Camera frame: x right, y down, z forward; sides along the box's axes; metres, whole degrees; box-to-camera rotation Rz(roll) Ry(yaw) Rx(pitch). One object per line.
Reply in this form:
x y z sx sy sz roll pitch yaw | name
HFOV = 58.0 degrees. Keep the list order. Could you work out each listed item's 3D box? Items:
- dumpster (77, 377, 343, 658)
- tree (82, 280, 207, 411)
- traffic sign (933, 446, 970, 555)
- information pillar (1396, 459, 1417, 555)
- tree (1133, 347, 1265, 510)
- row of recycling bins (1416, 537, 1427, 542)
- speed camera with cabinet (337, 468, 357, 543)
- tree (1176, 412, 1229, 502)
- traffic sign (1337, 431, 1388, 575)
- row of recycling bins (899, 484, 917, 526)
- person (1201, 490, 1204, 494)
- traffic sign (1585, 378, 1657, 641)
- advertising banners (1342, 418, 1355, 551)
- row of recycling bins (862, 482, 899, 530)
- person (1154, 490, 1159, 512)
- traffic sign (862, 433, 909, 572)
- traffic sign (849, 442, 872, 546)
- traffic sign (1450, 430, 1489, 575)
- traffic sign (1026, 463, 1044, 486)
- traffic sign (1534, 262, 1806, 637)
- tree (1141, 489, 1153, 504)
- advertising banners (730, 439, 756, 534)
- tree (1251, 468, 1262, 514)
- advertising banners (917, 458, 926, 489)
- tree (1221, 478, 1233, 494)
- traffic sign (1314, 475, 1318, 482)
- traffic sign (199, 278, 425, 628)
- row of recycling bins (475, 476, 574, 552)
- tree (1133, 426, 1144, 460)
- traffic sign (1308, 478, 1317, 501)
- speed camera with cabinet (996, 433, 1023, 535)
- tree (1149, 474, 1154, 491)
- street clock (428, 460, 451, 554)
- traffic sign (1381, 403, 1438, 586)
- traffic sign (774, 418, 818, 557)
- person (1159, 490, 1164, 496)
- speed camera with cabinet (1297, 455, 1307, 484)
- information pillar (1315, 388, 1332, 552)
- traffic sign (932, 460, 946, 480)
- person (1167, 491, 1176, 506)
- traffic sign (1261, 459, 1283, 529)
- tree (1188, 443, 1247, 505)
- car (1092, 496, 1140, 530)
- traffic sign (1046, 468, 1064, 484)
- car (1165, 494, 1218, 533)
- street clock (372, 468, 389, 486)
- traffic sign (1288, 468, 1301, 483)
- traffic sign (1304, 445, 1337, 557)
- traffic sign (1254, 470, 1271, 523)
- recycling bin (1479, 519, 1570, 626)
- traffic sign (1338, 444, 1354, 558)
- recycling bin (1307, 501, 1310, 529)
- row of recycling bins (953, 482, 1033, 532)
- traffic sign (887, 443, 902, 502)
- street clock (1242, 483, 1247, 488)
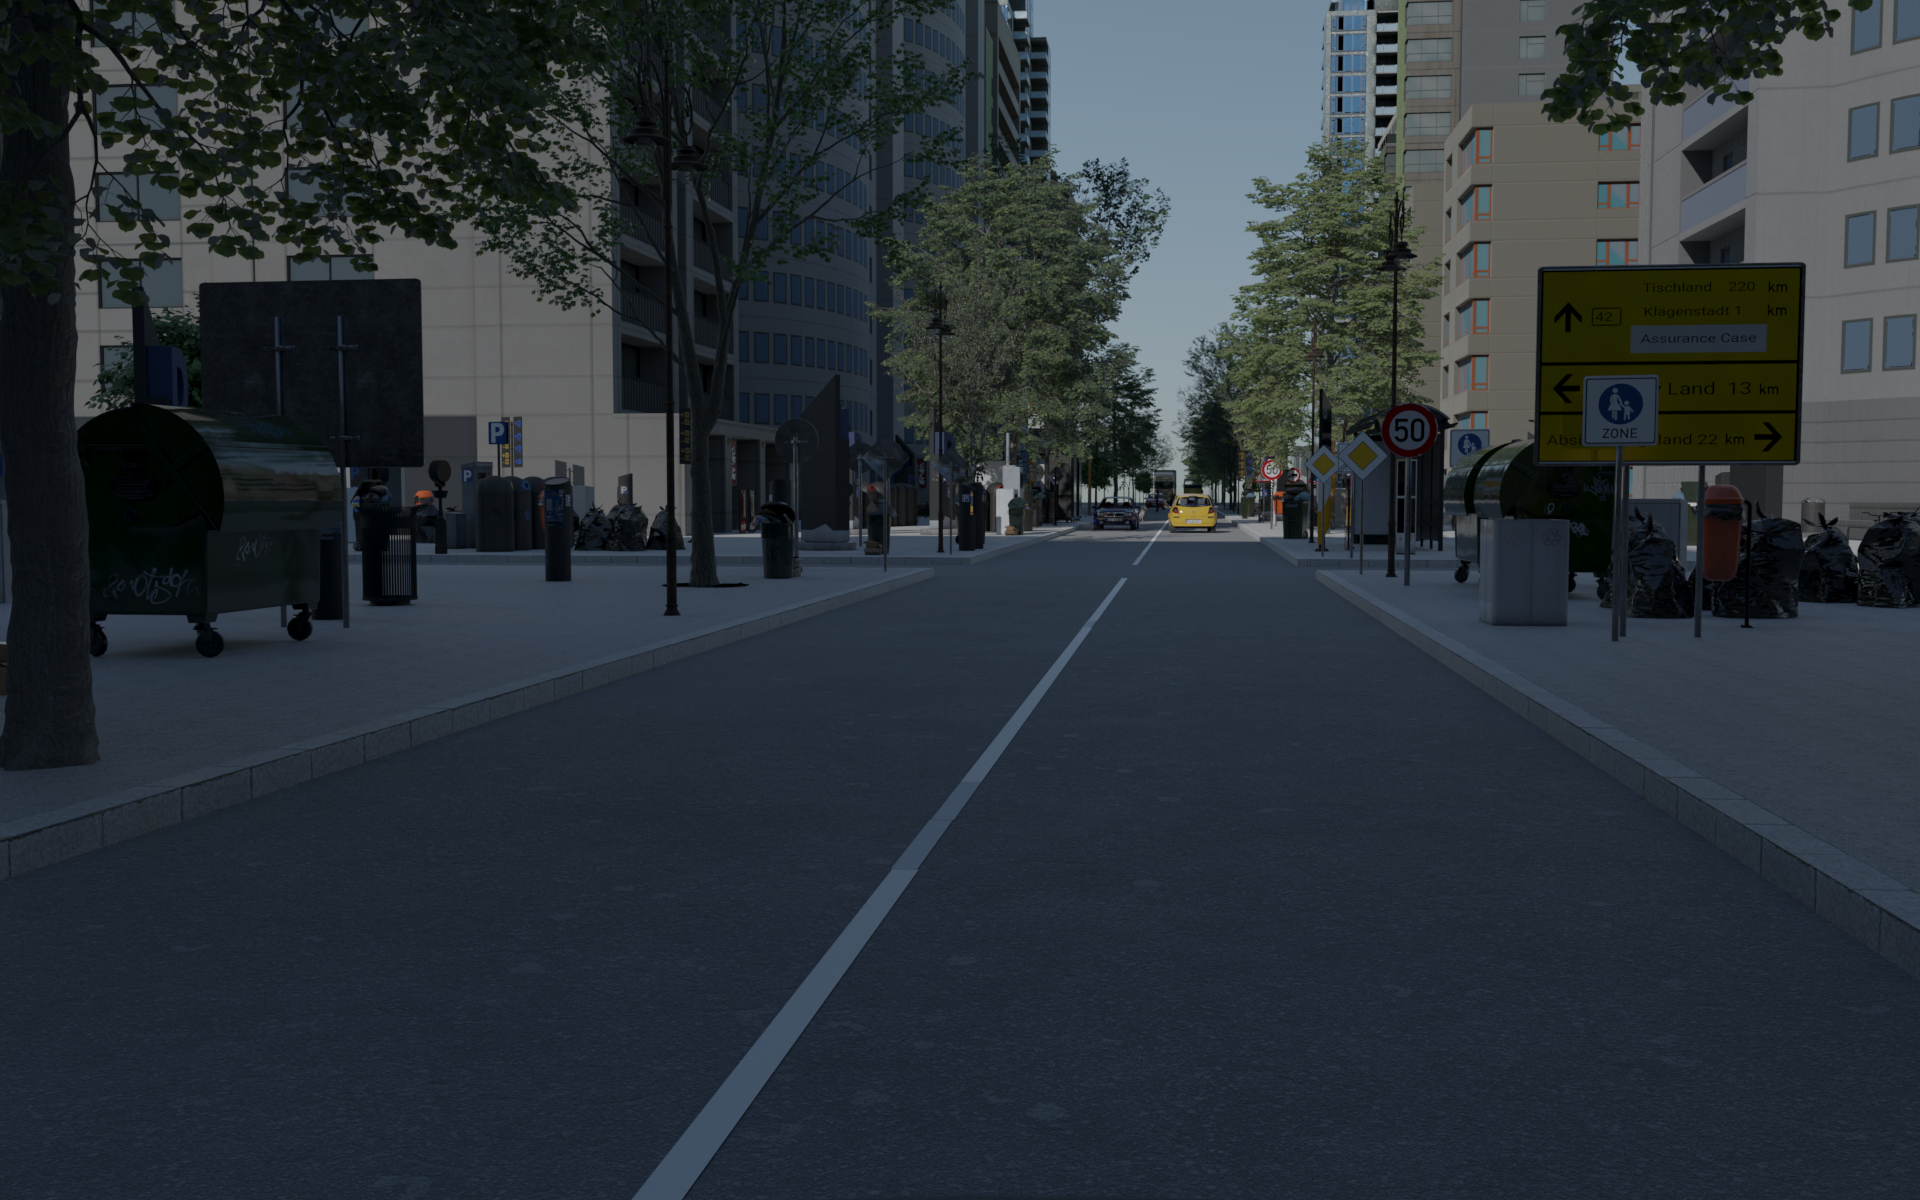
-6.278 -0.725 14.353 1.502 2.255 1.985 0 4 8 | dumpster
-11.670 -2.635 26.791 4.285 4.588 4.351 0 3 0 | tree
-0.189 -2.010 36.498 0.795 2.450 0.064 0 4 7 | traffic sign
9.449 -1.968 36.664 0.304 2.012 0.304 -2 4 -27 | information pillar
22.024 -14.105 140.985 12.009 13.543 11.850 0 3 0 | tree
12.501 -2.518 48.279 1.069 1.692 3.534 1 4 19 | row of recycling bins
-16.345 -3.152 45.876 0.660 3.252 2.038 -2 4 -31 | speed camera with cabinet
36.728 -21.175 252.872 9.857 13.997 8.962 0 3 0 | tree
6.394 -1.463 27.560 0.795 2.450 0.064 0 4 7 | traffic sign
-2.496 -3.816 69.507 1.069 1.692 3.534 1 4 16 | row of recycling bins
22.905 -9.485 163.576 0.705 1.824 1.348 -1 4 -10 | person
5.710 -0.789 15.032 0.606 2.300 0.079 1 4 17 | traffic sign
8.875 -2.654 39.584 0.090 3.025 2.074 0 4 6 | advertising banners
-3.462 -3.122 58.164 1.069 1.692 3.534 2 4 27 | row of recycling bins
15.604 -7.856 137.666 0.721 1.735 1.217 0 4 -7 | person
-1.232 -1.525 28.581 0.795 2.450 0.064 0 4 7 | traffic sign
-2.437 -2.584 42.351 0.768 2.556 0.104 1 4 13 | traffic sign
8.009 -1.538 27.273 0.606 2.300 0.079 1 4 17 | traffic sign
3.093 -4.368 71.529 0.768 2.556 0.104 1 4 12 | traffic sign
6.288 -1.320 15.448 2.265 3.308 0.079 0 4 8 | traffic sign
25.548 -14.772 236.116 1.663 3.219 1.824 0 3 0 | tree
-7.086 -3.687 56.477 0.090 3.025 2.074 1 4 16 | advertising banners
19.249 -7.222 112.689 1.663 3.219 1.824 0 3 0 | tree
-1.178 -5.409 84.631 2.074 3.025 0.090 2 4 24 | advertising banners
27.936 -11.351 180.192 1.663 3.219 1.824 0 3 0 | tree
15.854 -4.667 76.411 0.768 2.556 0.104 1 4 15 | traffic sign
-6.201 -1.387 16.554 2.265 3.308 0.079 1 4 9 | traffic sign
-10.038 -2.003 39.858 1.069 1.692 3.534 1 4 16 | row of recycling bins
15.949 -13.175 165.779 4.360 8.622 3.978 0 3 0 | tree
17.221 -5.113 83.605 0.884 2.594 0.081 1 4 12 | traffic sign
1.606 -3.738 55.459 0.660 3.252 2.038 1 4 11 | speed camera with cabinet
22.848 -14.233 216.425 4.285 4.588 4.351 0 3 0 | tree
-11.101 -1.984 37.002 0.358 2.002 0.471 1 4 22 | street clock
6.268 -1.474 24.213 0.768 2.556 0.104 1 4 14 | traffic sign
-2.755 -1.773 29.090 0.768 2.556 0.104 1 4 11 | traffic sign
20.406 -10.204 175.198 0.709 1.838 0.599 2 4 28 | person
16.407 -5.674 87.110 2.038 3.252 0.660 1 4 14 | speed camera with cabinet
8.135 -2.893 38.655 0.183 3.616 0.504 3 4 37 | information pillar
-0.549 -3.031 51.679 0.606 2.300 0.079 1 4 10 | traffic sign
19.940 -9.363 162.303 1.217 1.735 0.721 0 4 -8 | person
11.405 -3.867 63.327 0.768 2.556 0.104 1 4 14 | traffic sign
29.885 -15.943 195.079 8.767 10.594 7.601 -1 4 -12 | tree
6.364 -3.528 70.262 1.945 1.354 3.894 1 4 8 | car
4.054 -4.452 73.979 0.795 2.450 0.064 1 4 17 | traffic sign
8.694 -3.347 64.939 2.015 1.641 3.980 0 4 6 | car
-13.964 -2.275 41.766 0.358 2.002 0.471 -3 5 -44 | street clock
16.063 -5.108 83.616 0.768 2.556 0.104 1 4 13 | traffic sign
7.437 -1.947 35.477 0.795 2.450 0.064 0 4 7 | traffic sign
13.427 -4.680 76.528 0.884 2.594 0.081 1 4 15 | traffic sign
5.580 -0.282 17.158 0.722 1.027 0.722 0 4 6 | recycling bin
7.806 -1.978 34.462 0.606 2.300 0.079 1 4 11 | traffic sign
12.599 -3.154 64.128 0.722 1.027 0.722 2 4 29 | recycling bin
0.868 -3.158 58.751 3.534 1.692 1.069 -2 4 -32 | row of recycling bins
-1.720 -2.530 41.469 0.768 2.556 0.104 1 4 16 | traffic sign
17.862 -6.331 108.081 0.471 2.002 0.358 0 4 -7 | street clock
